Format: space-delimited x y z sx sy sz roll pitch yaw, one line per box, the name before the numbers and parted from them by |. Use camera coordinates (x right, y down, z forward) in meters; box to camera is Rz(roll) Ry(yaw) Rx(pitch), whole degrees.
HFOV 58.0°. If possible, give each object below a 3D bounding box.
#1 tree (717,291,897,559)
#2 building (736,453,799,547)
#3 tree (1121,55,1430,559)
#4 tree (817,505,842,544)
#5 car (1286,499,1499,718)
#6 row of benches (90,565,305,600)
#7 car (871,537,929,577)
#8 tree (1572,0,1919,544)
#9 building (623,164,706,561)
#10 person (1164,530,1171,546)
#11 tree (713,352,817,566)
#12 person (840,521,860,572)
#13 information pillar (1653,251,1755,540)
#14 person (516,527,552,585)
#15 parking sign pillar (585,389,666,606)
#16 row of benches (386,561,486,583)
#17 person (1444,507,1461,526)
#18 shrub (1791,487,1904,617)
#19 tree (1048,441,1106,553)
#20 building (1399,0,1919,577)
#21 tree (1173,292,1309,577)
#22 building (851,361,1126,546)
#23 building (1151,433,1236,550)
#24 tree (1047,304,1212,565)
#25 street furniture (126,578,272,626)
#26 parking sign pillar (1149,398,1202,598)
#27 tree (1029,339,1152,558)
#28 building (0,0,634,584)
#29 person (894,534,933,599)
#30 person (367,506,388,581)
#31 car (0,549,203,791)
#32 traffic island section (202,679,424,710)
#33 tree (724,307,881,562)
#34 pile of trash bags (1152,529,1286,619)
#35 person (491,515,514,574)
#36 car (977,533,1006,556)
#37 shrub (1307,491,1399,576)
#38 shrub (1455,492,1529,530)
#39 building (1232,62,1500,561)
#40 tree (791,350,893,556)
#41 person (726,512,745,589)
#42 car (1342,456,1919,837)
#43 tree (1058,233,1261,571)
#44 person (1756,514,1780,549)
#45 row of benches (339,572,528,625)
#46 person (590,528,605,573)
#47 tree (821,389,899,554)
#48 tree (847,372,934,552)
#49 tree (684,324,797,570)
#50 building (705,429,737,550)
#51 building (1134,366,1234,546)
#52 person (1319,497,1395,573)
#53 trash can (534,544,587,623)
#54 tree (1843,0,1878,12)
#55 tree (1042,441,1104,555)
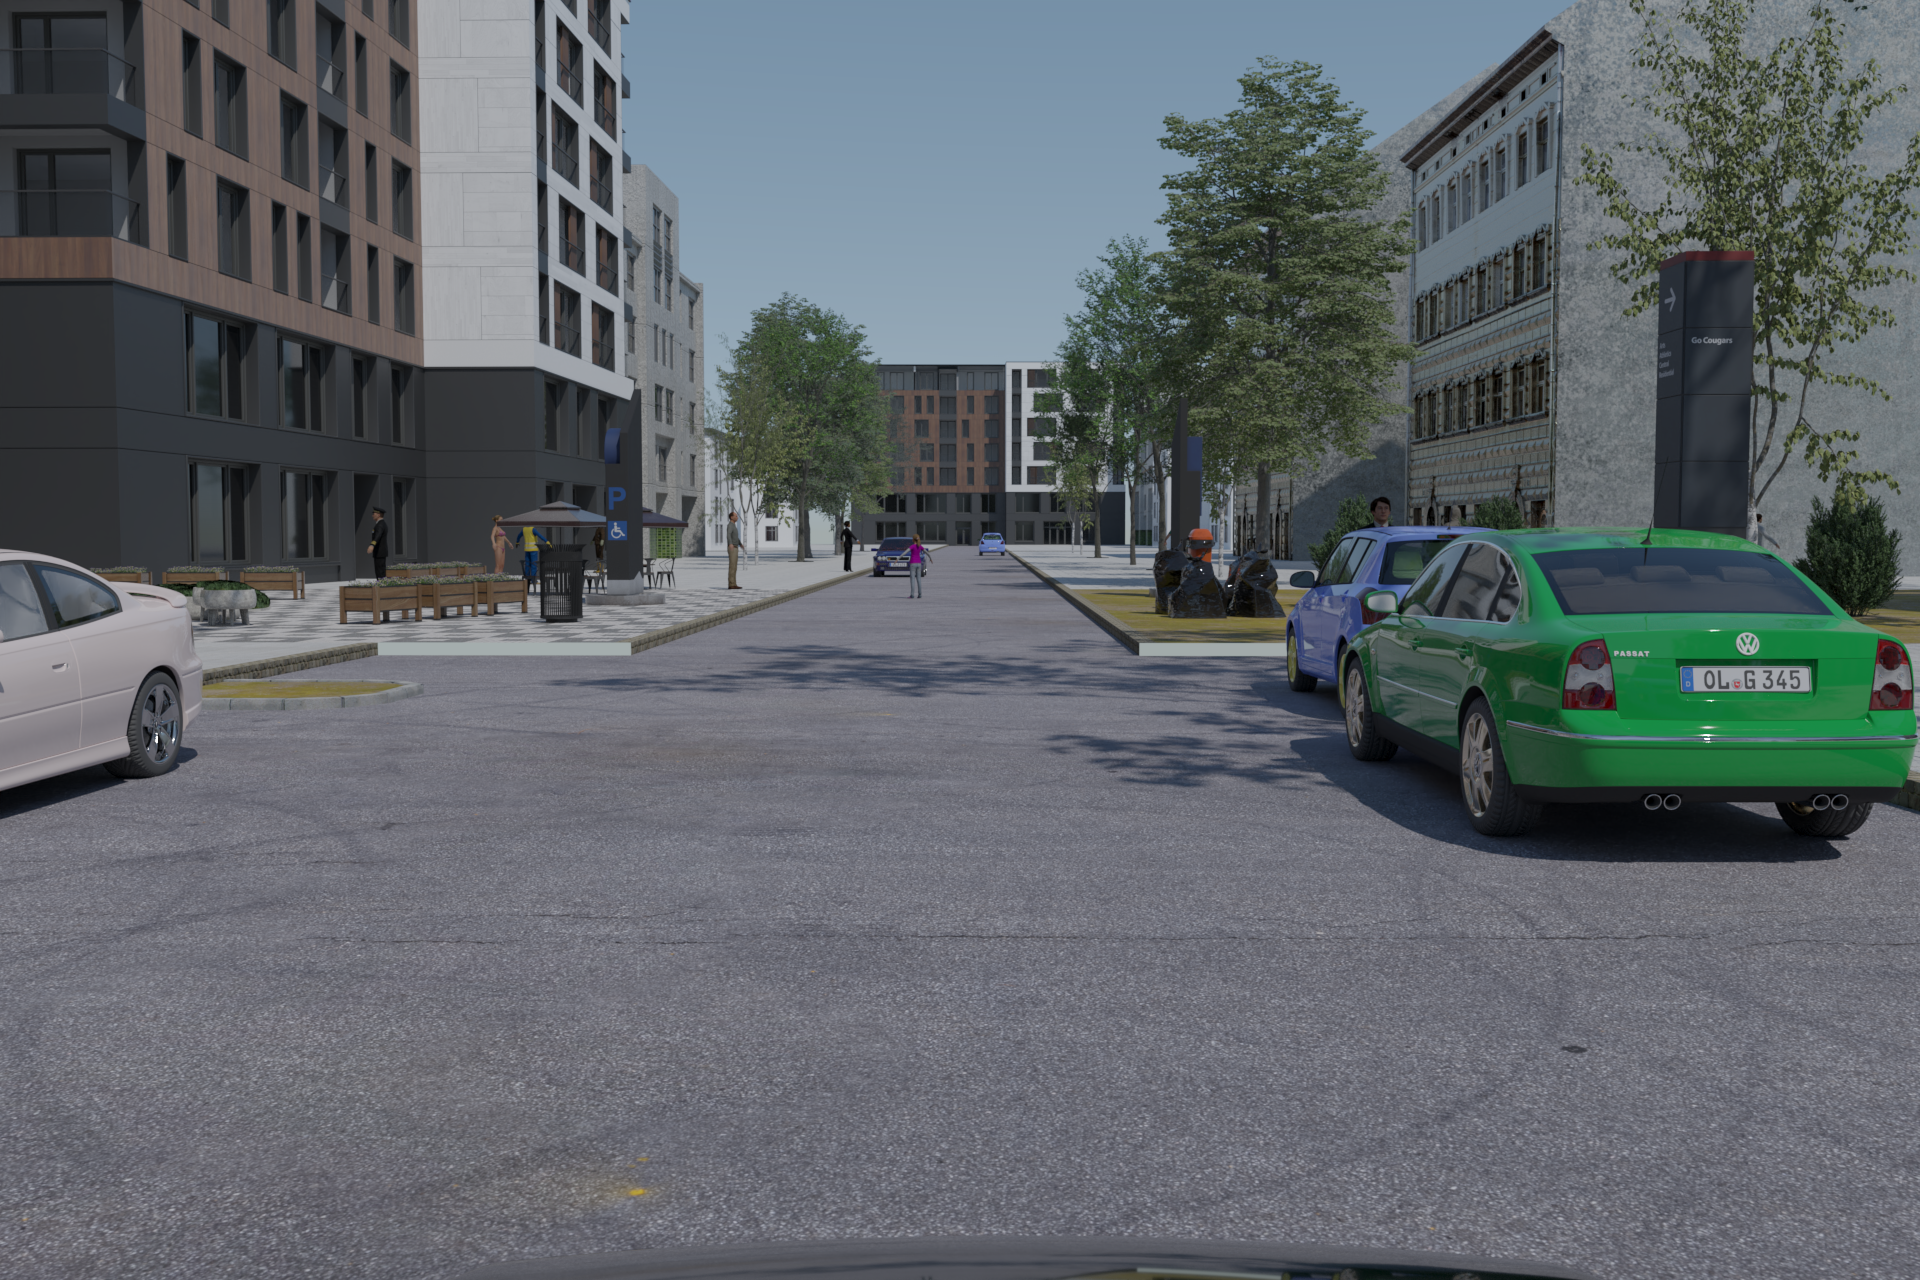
tree | -8.101 -11.254 90.664 9.857 13.997 8.962 0 3 0
building | -20.351 -14.631 181.367 9.099 9.664 28.070 0 4 1
tree | 7.630 -7.543 41.460 7.486 12.596 7.792 0 3 0
tree | -16.025 -16.293 216.747 4.737 8.622 4.395 0 3 0
car | 3.825 -0.310 14.653 1.945 1.707 3.694 0 4 1
row of benches | -14.794 -1.118 33.742 4.104 0.672 1.422 0 4 -7
car | -2.024 -2.828 58.817 1.945 1.354 3.894 0 4 0
tree | 9.543 -4.304 20.731 4.737 8.622 4.395 0 3 0
building | -23.376 -13.270 83.420 16.747 18.905 31.486 0 4 1
person | 6.895 -2.957 54.481 1.347 1.817 0.704 -2 4 -32
tree | -8.129 -7.325 70.134 4.737 8.622 4.395 0 3 0
person | -3.743 -3.188 58.845 0.721 1.740 1.216 -2 4 -35
information pillar | 6.935 -1.641 16.209 0.750 3.857 0.750 0 4 1
person | -10.856 -2.299 44.051 1.216 1.772 0.721 2 4 30
parking sign pillar | -6.125 -2.639 31.612 1.447 3.967 1.447 0 4 1
row of benches | -11.605 -1.396 38.289 1.422 0.672 4.104 0 4 8
person | 9.769 -1.719 34.237 1.348 1.813 0.705 0 4 -1
shrub | 13.869 -1.411 27.115 1.661 2.075 1.752 0 3 0
tree | 7.503 -10.172 116.668 4.360 8.622 3.978 0 3 0
building | 27.216 -14.042 60.523 19.493 23.208 18.063 0 4 1
tree | 7.949 -6.162 51.107 4.737 8.622 4.395 0 3 0
building | 3.117 -22.691 217.426 32.646 21.610 27.936 0 4 -1
building | 22.932 -12.991 154.545 9.099 9.664 28.070 0 4 1
tree | 6.865 -8.367 71.217 7.601 10.594 8.767 -2 4 -33
street furniture | -13.726 -0.695 26.982 5.734 0.657 10.072 -2 4 -24
parking sign pillar | 4.561 -2.850 35.063 1.447 3.967 1.447 0 4 -1
tree | 7.214 -10.178 92.169 9.928 11.665 9.643 0 3 0
building | -27.006 -12.660 50.967 27.936 21.610 32.646 0 4 2
person | -1.019 -1.638 38.511 0.991 1.433 0.599 -2 4 -32
person | -11.736 -1.775 34.950 0.705 1.837 1.347 -1 4 -10
car | -5.653 0.211 8.913 2.083 1.381 4.827 0 4 0
traffic island section | -5.817 0.476 15.087 1.991 0.108 1.994 0 4 1
tree | -7.147 -9.368 78.920 9.928 11.665 9.643 0 3 0
pile of trash bags | 4.044 -1.108 27.872 1.912 1.369 3.447 0 4 -1
person | -11.005 -2.131 41.645 0.721 1.733 1.217 0 4 5
car | 2.104 -6.417 114.511 1.945 1.707 3.694 0 4 0
shrub | 6.941 -1.578 30.226 1.690 2.028 1.600 0 3 0
shrub | 9.596 -1.615 30.832 1.690 2.028 1.600 0 3 0
building | 24.980 -15.865 90.315 19.493 23.208 18.063 0 4 0
tree | -7.692 -11.294 102.780 7.486 12.596 7.792 0 3 0
person | -5.248 -2.079 40.266 0.705 1.796 1.348 0 4 4
car | 3.355 -0.047 9.568 1.959 1.807 4.718 0 4 0
tree | 7.003 -8.258 60.773 9.928 11.665 9.643 0 3 0
person | 20.436 -2.335 44.357 0.705 1.806 1.347 -1 4 -15
row of benches | -7.878 -0.669 26.405 1.422 0.672 4.104 1 4 18
person | -11.870 -3.103 56.873 0.704 1.812 1.346 -2 4 -27
tree | -7.773 -11.412 112.339 9.928 11.665 9.643 0 3 0
tree | -7.045 -13.202 126.214 12.009 13.543 11.850 0 3 0
tree | -7.529 -6.745 60.637 4.360 8.622 3.978 0 3 0
building | -23.844 -12.761 150.794 9.099 9.664 28.070 0 4 1
building | 28.974 -19.838 190.807 16.747 18.905 31.486 0 4 0
person | 4.236 -0.538 17.438 1.347 1.806 0.705 0 4 2
trash can | -5.792 -0.826 25.154 0.748 1.137 0.748 0 3 0
tree | 24.228 -10.881 33.794 12.611 20.169 13.585 0 3 0
tree | 7.369 -9.605 107.398 4.737 8.622 4.395 0 3 0
